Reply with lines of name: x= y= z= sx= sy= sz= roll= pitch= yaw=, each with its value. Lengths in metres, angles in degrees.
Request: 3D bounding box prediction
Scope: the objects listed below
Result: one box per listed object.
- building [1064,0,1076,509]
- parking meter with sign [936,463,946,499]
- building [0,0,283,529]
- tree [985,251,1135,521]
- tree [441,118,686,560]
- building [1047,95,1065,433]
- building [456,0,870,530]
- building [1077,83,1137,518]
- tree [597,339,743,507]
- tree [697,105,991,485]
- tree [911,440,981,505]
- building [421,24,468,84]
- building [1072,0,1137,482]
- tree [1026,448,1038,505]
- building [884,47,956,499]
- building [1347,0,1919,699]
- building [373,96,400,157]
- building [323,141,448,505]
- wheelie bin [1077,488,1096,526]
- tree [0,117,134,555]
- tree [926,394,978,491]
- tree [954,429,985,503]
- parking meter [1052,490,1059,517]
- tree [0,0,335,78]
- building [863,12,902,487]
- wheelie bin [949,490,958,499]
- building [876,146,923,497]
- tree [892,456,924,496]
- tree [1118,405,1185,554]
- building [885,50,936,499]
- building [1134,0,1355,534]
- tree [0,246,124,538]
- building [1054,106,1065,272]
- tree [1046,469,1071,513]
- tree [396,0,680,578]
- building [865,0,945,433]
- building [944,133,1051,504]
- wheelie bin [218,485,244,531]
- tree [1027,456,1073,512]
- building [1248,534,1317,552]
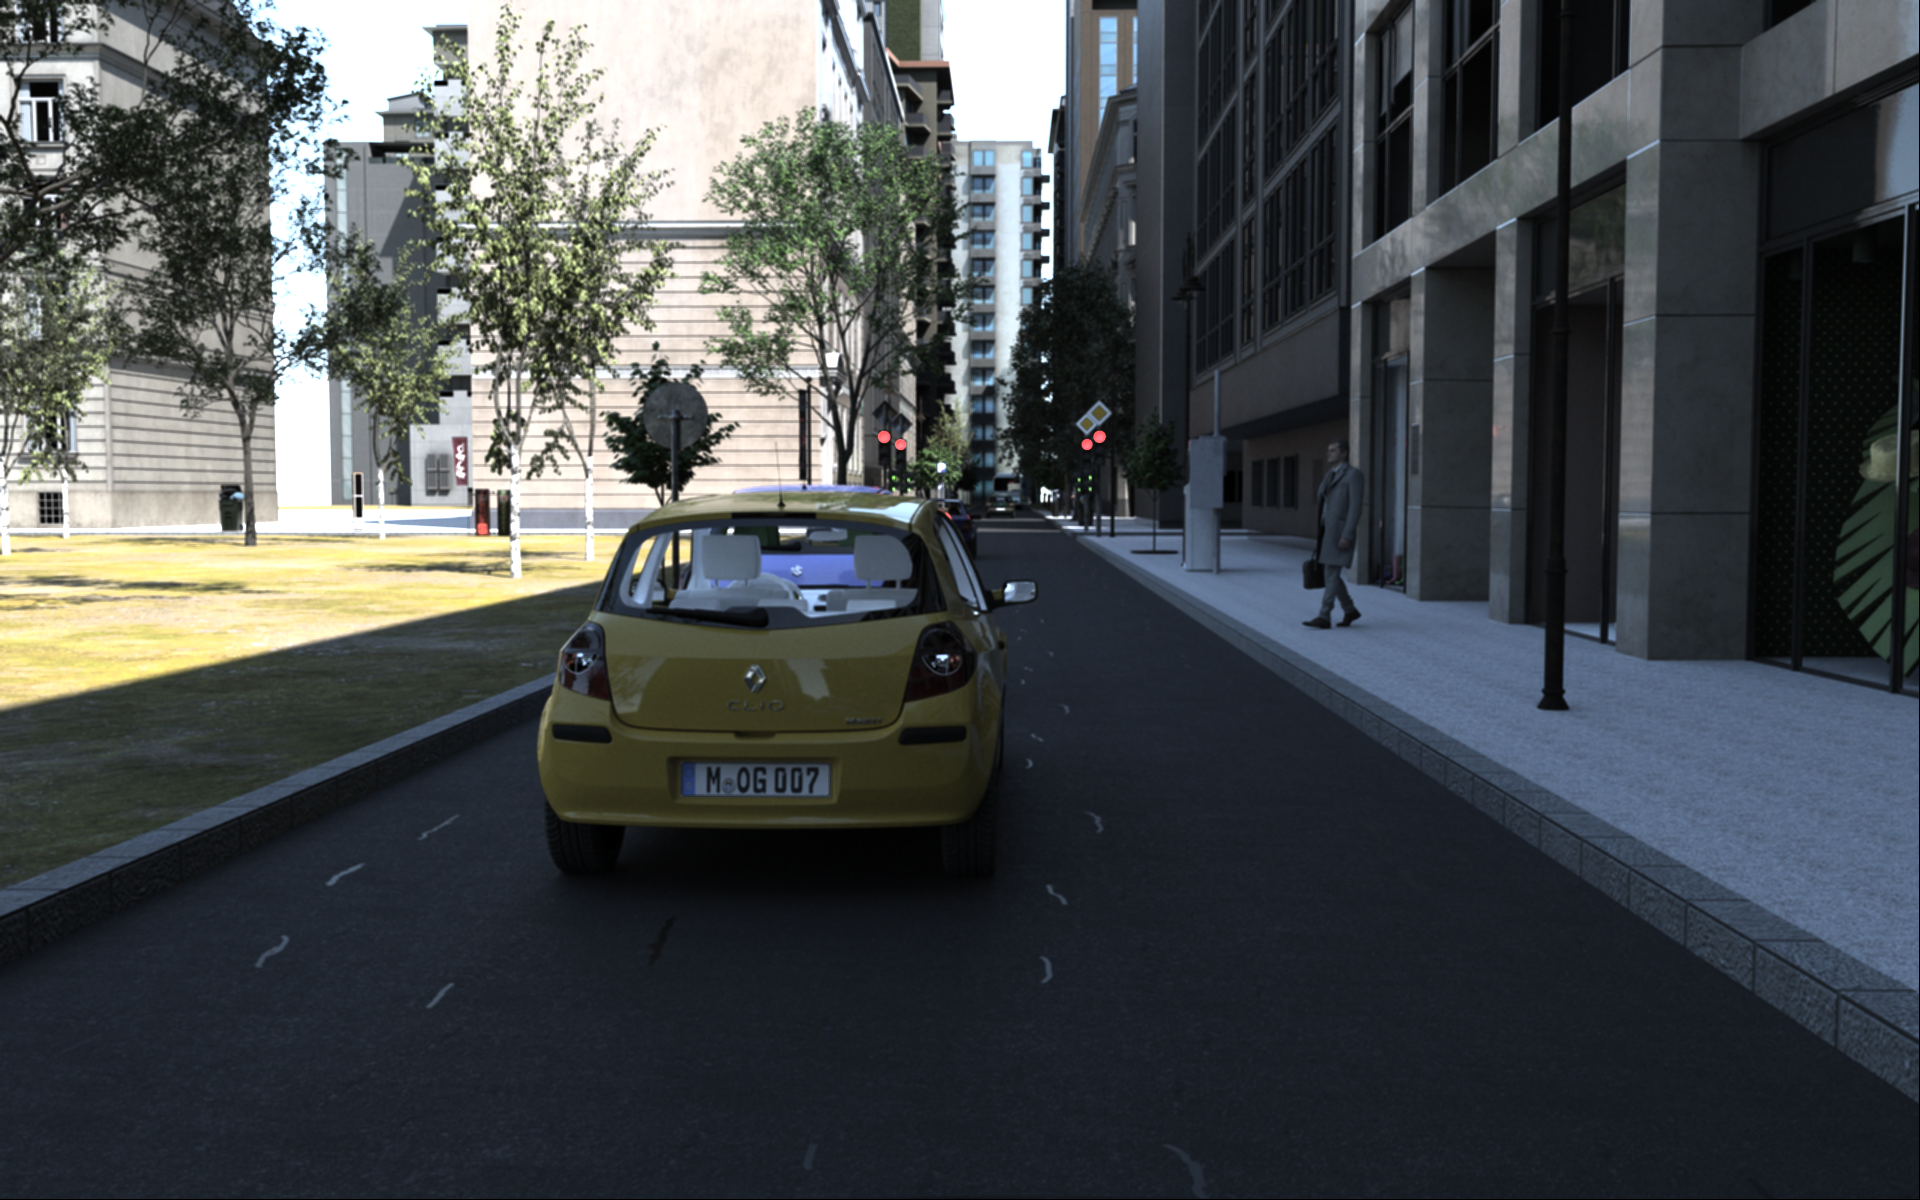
building: x=20.440 y=-38.054 z=164.178 sx=21.231 sy=58.520 sz=28.212 roll=0 pitch=4 yaw=2
parking meter with sign: x=-1.077 y=-6.204 z=97.700 sx=0.543 sy=3.016 sz=1.738 roll=0 pitch=4 yaw=-3
building: x=-45.045 y=-14.499 z=70.340 sx=30.059 sy=22.955 sz=16.112 roll=0 pitch=4 yaw=2
tree: x=5.795 y=-10.107 z=82.260 sx=9.611 sy=12.733 sz=9.660 roll=0 pitch=3 yaw=0
tree: x=-7.433 y=-5.081 z=33.439 sx=4.360 sy=8.622 sz=3.978 roll=0 pitch=3 yaw=0
building: x=25.762 y=-39.414 z=233.654 sx=27.495 sy=52.752 sz=28.713 roll=0 pitch=4 yaw=2
building: x=-10.903 y=-17.444 z=71.111 sx=13.634 sy=28.700 sz=20.117 roll=0 pitch=4 yaw=2
building: x=16.938 y=-20.537 z=112.201 sx=17.030 sy=29.872 sz=44.131 roll=0 pitch=4 yaw=2
tree: x=-3.822 y=-1.666 z=21.838 sx=1.663 sy=3.219 sz=1.824 roll=0 pitch=3 yaw=0
tree: x=-3.057 y=-7.343 z=45.813 sx=9.928 sy=11.665 sz=9.643 roll=0 pitch=3 yaw=0
tree: x=-1.448 y=-7.490 z=106.172 sx=4.285 sy=4.588 sz=4.351 roll=0 pitch=3 yaw=0
building: x=-44.091 y=-37.086 z=195.589 sx=27.495 sy=52.752 sz=28.713 roll=0 pitch=4 yaw=2
building: x=16.508 y=-30.149 z=143.053 sx=14.600 sy=45.320 sz=14.200 roll=0 pitch=4 yaw=2
tree: x=9.570 y=-16.029 z=212.437 sx=4.360 sy=8.622 sz=3.978 roll=0 pitch=3 yaw=0
building: x=-11.646 y=-31.714 z=173.156 sx=22.147 sy=44.769 sz=28.867 roll=0 pitch=4 yaw=2
building: x=14.762 y=-12.391 z=7.116 sx=19.350 sy=26.468 sz=34.151 roll=0 pitch=4 yaw=2
building: x=-60.321 y=-39.509 z=235.202 sx=27.495 sy=52.752 sz=28.713 roll=0 pitch=4 yaw=2
building: x=-64.937 y=-31.793 z=203.407 sx=14.086 sy=41.232 sz=14.154 roll=0 pitch=4 yaw=2
wheelie bin: x=5.115 y=-3.792 z=69.901 sx=0.693 sy=1.594 sz=0.980 roll=1 pitch=4 yaw=11
tree: x=-19.822 y=-5.237 z=35.989 sx=4.360 sy=8.622 sz=3.978 roll=0 pitch=3 yaw=0
tree: x=-0.705 y=-10.892 z=128.451 sx=4.737 sy=8.622 sz=4.395 roll=0 pitch=3 yaw=0
tree: x=0.602 y=-14.720 z=191.041 sx=4.360 sy=8.622 sz=3.978 roll=0 pitch=3 yaw=0
parking meter: x=5.306 y=-5.361 z=96.059 sx=0.372 sy=1.533 sz=0.369 roll=0 pitch=3 yaw=0
tree: x=-10.735 y=-5.164 z=18.840 sx=8.767 sy=10.594 sz=7.601 roll=-1 pitch=4 yaw=-9
building: x=-10.919 y=-18.354 z=93.587 sx=14.314 sy=27.812 sz=24.014 roll=0 pitch=4 yaw=2
wheelie bin: x=-0.465 y=-6.897 z=120.669 sx=0.693 sy=1.594 sz=0.980 roll=0 pitch=4 yaw=-2
building: x=-9.251 y=-19.622 z=118.079 sx=12.463 sy=27.353 sz=25.104 roll=0 pitch=4 yaw=2
tree: x=-2.422 y=-5.068 z=77.464 sx=1.663 sy=3.219 sz=1.824 roll=0 pitch=3 yaw=0
tree: x=4.328 y=-2.622 z=37.466 sx=1.663 sy=3.219 sz=1.824 roll=0 pitch=3 yaw=0
building: x=-17.727 y=-27.840 z=147.068 sx=32.217 sy=40.220 sz=23.993 roll=0 pitch=4 yaw=2
building: x=19.294 y=-16.756 z=67.474 sx=24.014 sy=27.812 sz=14.314 roll=0 pitch=4 yaw=2
tree: x=-26.286 y=-6.106 z=50.199 sx=4.737 sy=8.622 sz=4.395 roll=0 pitch=3 yaw=0
building: x=21.687 y=-32.941 z=193.216 sx=22.147 sy=44.769 sz=28.867 roll=0 pitch=4 yaw=2
tree: x=6.657 y=-7.600 z=118.856 sx=1.663 sy=3.219 sz=1.824 roll=0 pitch=3 yaw=0
tree: x=-6.654 y=-4.657 z=26.501 sx=4.737 sy=8.622 sz=4.395 roll=0 pitch=3 yaw=0
building: x=-15.986 y=-40.152 z=198.477 sx=28.212 sy=58.520 sz=21.231 roll=0 pitch=4 yaw=2
building: x=-3.261 y=-37.478 z=232.378 sx=30.456 sy=49.044 sz=23.786 roll=0 pitch=4 yaw=2
wheelie bin: x=-25.151 y=-3.175 z=59.818 sx=0.980 sy=1.594 sz=0.693 roll=0 pitch=4 yaw=-2
tree: x=6.555 y=-8.754 z=126.848 sx=4.285 sy=4.588 sz=4.351 roll=0 pitch=3 yaw=0
building: x=13.166 y=-14.852 z=36.331 sx=14.314 sy=27.812 sz=24.014 roll=0 pitch=4 yaw=2
